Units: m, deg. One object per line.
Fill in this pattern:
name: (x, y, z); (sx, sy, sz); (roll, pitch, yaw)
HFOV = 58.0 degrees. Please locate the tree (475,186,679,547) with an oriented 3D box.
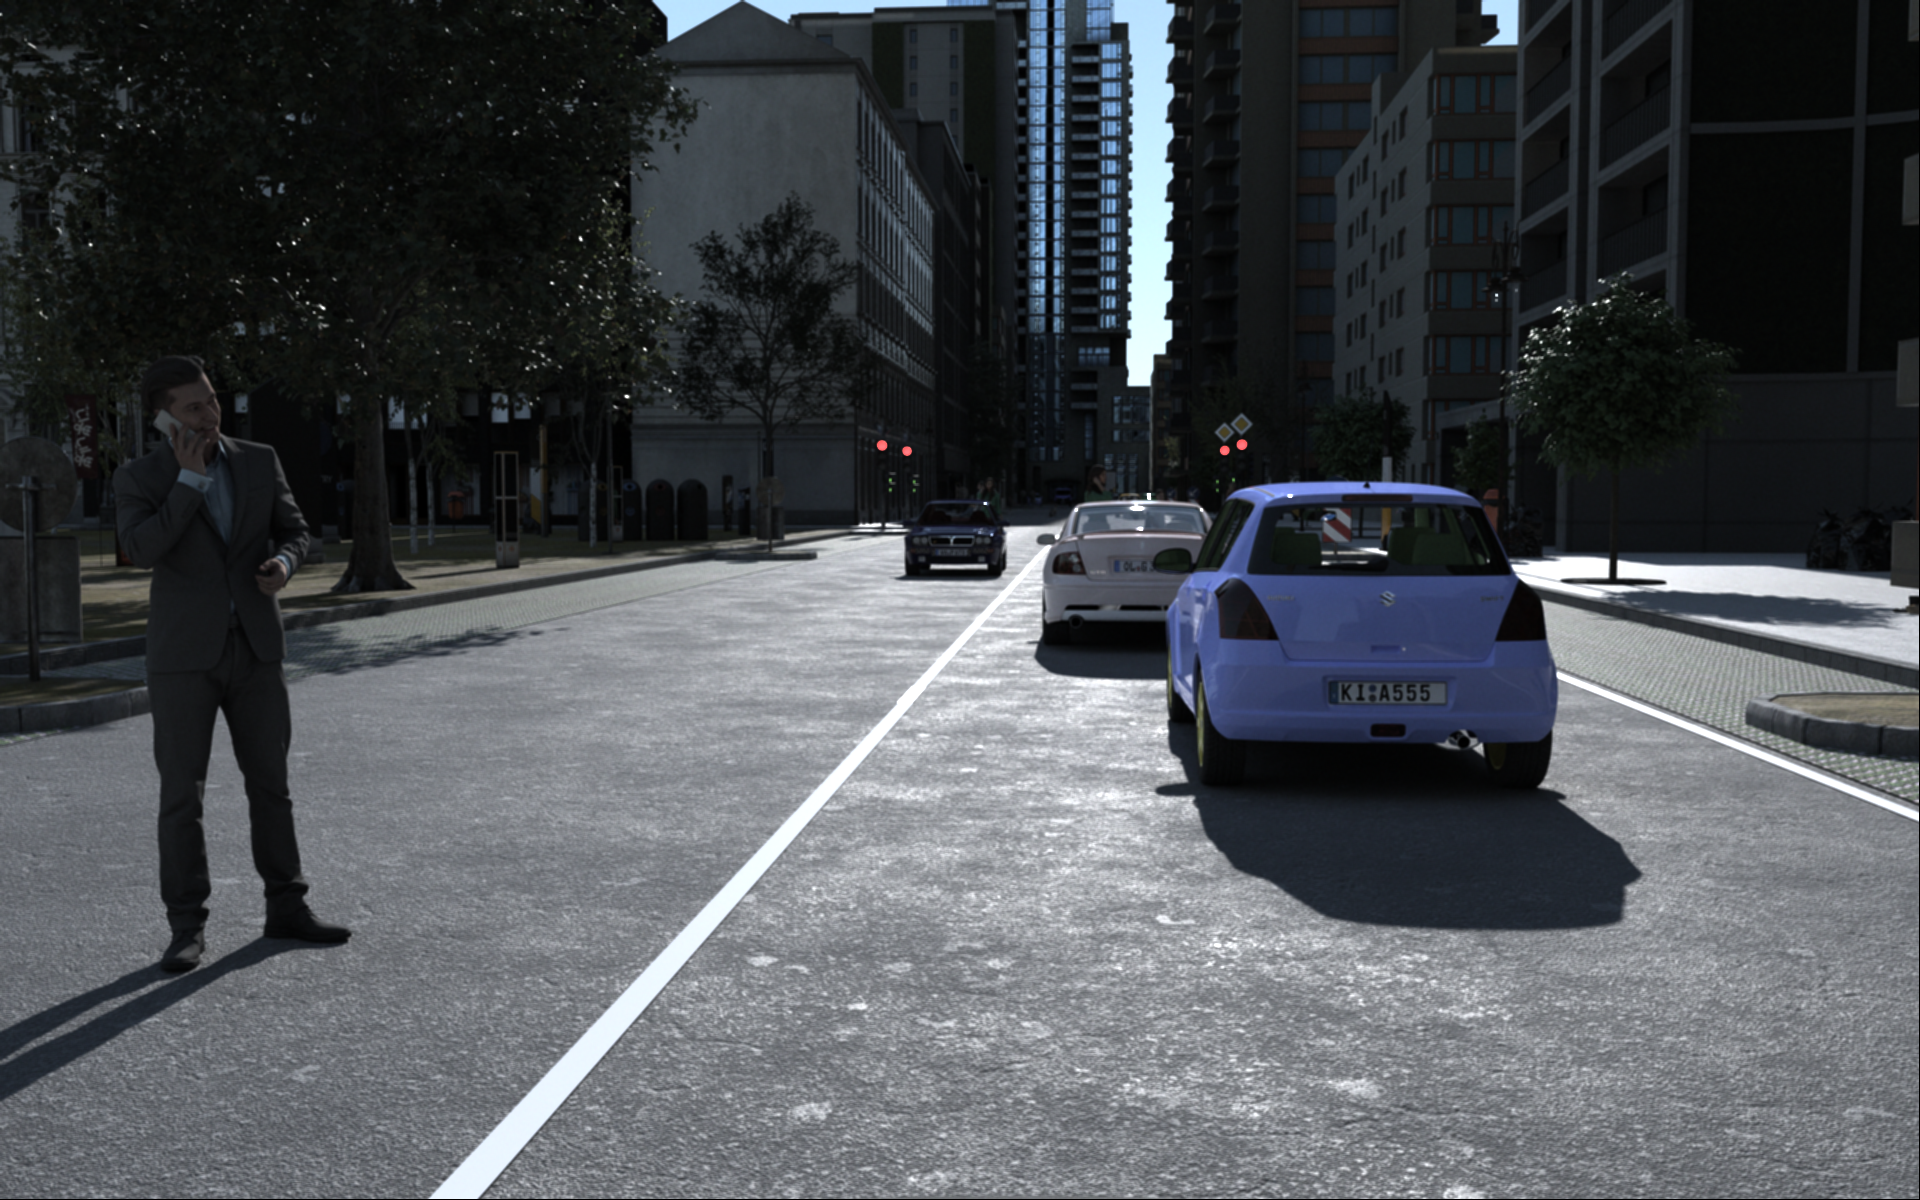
tree: (-8.816, -5.587, 41.705); (4.360, 8.622, 3.978); (0, 3, 0)

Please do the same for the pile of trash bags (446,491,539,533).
pile of trash bags: (-15.202, -2.890, 57.012); (3.447, 1.369, 1.912); (0, 4, 2)

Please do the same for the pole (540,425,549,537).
pole: (-12.299, -3.509, 51.210); (0.158, 3.312, 0.155); (0, 3, 0)

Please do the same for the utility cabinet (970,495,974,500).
utility cabinet: (0.910, -7.604, 135.493); (0.306, 1.237, 1.020); (0, 4, 6)

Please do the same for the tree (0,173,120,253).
tree: (-17.460, -5.212, 35.578); (4.737, 8.622, 4.395); (0, 3, 0)

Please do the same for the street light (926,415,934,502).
street light: (-1.733, -7.759, 99.644); (0.468, 5.910, 1.993); (0, 4, 4)

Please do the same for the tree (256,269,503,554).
tree: (-11.512, -5.299, 37.005); (4.737, 8.622, 4.395); (0, 3, 0)

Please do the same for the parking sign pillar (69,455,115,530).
parking sign pillar: (-30.954, -4.476, 61.651); (1.447, 3.967, 1.447); (-1, 4, -22)

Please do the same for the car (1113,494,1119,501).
car: (12.210, -7.790, 139.366); (2.014, 1.417, 4.499); (0, 4, 6)

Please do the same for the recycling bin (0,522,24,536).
recycling bin: (-20.967, -1.573, 38.276); (0.722, 1.027, 0.722); (0, 4, -4)

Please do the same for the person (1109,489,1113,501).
person: (11.011, -7.229, 126.966); (0.793, 1.790, 0.793); (-3, 5, -43)

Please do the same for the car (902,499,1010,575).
car: (-0.041, -1.174, 31.777); (1.945, 1.354, 3.894); (0, 4, 3)

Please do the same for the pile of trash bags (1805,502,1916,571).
pile of trash bags: (16.306, -1.193, 29.264); (3.447, 1.369, 1.912); (1, 4, 9)

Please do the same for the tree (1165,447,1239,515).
tree: (16.141, -7.668, 109.083); (4.285, 4.588, 4.351); (0, 3, 0)

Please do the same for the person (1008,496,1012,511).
person: (4.124, -8.018, 144.257); (0.373, 1.253, 0.362); (-1, 4, -9)

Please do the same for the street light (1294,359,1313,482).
street light: (11.729, -5.287, 59.229); (0.468, 5.910, 1.993); (0, 4, 4)

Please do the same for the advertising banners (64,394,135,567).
advertising banners: (-14.751, -2.117, 30.794); (2.074, 3.025, 0.090); (-3, 4, -38)

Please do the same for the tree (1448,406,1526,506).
tree: (11.664, -2.673, 38.302); (1.663, 3.219, 1.824); (0, 3, 0)

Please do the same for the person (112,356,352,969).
person: (-2.237, 0.181, 5.342); (0.655, 1.846, 0.447); (-3, 5, -44)

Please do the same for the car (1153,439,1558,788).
car: (2.083, -0.011, 9.776); (1.945, 1.707, 3.694); (0, 4, 3)

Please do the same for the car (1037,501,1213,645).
car: (1.810, -0.332, 17.792); (2.083, 1.381, 4.827); (0, 4, 4)

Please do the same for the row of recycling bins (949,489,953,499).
row of recycling bins: (-2.319, -7.677, 132.623); (3.534, 1.692, 1.069); (0, 4, -3)

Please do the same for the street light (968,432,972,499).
street light: (0.707, -9.579, 129.401); (0.468, 5.910, 1.993); (0, 4, 4)

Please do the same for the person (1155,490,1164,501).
person: (3.509, -1.187, 30.506); (0.523, 1.515, 0.503); (0, 4, 0)

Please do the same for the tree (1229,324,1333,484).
tree: (13.697, -7.633, 75.155); (4.360, 8.622, 3.978); (0, 3, 0)

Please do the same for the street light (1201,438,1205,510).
street light: (15.892, -8.543, 112.473); (0.468, 5.910, 1.993); (0, 4, 4)

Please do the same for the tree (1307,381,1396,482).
tree: (11.667, -4.086, 50.514); (4.285, 4.588, 4.351); (0, 3, 0)

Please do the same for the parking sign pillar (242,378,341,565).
parking sign pillar: (-12.483, -2.654, 31.872); (1.447, 3.967, 1.447); (3, 5, 44)

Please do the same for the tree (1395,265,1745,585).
tree: (9.405, -2.528, 25.045); (4.285, 4.588, 4.351); (0, 3, 0)

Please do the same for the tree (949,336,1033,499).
tree: (0.627, -14.183, 138.550); (9.857, 13.997, 8.962); (0, 3, 0)

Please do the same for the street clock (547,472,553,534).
street clock: (-13.225, -3.123, 55.631); (0.358, 2.002, 0.471); (-1, 4, -17)

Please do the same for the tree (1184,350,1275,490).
tree: (13.778, -8.418, 88.004); (4.737, 8.622, 4.395); (0, 3, 0)

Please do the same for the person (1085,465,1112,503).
person: (1.725, -0.807, 21.942); (0.529, 1.795, 0.600); (1, 4, 15)

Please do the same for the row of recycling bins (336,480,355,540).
row of recycling bins: (-17.621, -2.576, 49.232); (1.069, 1.692, 3.534); (1, 4, 16)

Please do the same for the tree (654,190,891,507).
tree: (-5.597, -7.223, 52.505); (7.601, 10.594, 8.767); (-2, 4, -24)

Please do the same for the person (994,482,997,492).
person: (0.728, -2.314, 46.604); (0.573, 1.790, 0.520); (-1, 4, -14)

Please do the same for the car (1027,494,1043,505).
car: (9.022, -12.179, 208.720); (1.945, 1.707, 3.694); (0, 4, 4)

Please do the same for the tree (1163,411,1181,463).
tree: (19.377, -12.235, 150.403); (4.360, 8.622, 3.978); (0, 3, 0)

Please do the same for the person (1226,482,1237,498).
person: (8.971, -2.975, 57.114); (0.573, 1.828, 0.580); (-1, 4, -20)

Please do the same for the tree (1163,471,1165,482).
tree: (18.765, -9.901, 145.600); (4.285, 4.588, 4.351); (0, 3, 0)

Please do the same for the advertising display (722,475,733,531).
advertising display: (-8.026, -3.340, 59.829); (0.123, 1.923, 0.974); (0, 4, 7)

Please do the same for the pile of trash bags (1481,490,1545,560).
pile of trash bags: (10.942, -1.568, 35.383); (1.912, 1.369, 3.447); (1, 4, 17)

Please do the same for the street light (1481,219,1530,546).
street light: (9.234, -3.467, 29.477); (0.468, 5.910, 1.993); (0, 4, 4)

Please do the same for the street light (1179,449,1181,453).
street light: (18.173, -10.364, 142.242); (0.468, 5.910, 1.993); (0, 4, 4)

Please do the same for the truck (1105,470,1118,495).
truck: (17.273, -13.193, 204.615); (2.839, 4.237, 11.283); (0, 4, 5)

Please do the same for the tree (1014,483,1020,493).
tree: (5.842, -12.455, 198.235); (1.663, 3.219, 1.824); (0, 3, 0)

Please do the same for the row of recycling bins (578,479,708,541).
row of recycling bins: (-8.751, -2.488, 47.797); (3.534, 1.692, 1.069); (-1, 4, -20)

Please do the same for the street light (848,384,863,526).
street light: (-4.191, -5.923, 69.628); (0.468, 5.910, 1.993); (0, 4, 4)

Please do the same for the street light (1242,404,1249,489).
street light: (13.475, -6.694, 82.228); (0.468, 5.910, 1.993); (0, 4, 4)

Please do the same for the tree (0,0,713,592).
tree: (-8.000, -6.480, 22.955); (9.611, 12.733, 9.660); (0, 3, 0)

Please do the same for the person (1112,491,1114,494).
person: (15.942, -10.604, 181.500); (1.348, 1.869, 0.705); (0, 3, 0)

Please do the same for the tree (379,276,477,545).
tree: (-13.263, -5.656, 42.842); (4.360, 8.622, 3.978); (0, 3, 0)

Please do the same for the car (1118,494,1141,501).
car: (10.518, -5.950, 107.505); (2.015, 1.641, 3.980); (0, 4, 4)

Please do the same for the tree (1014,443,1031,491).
tree: (5.672, -14.739, 191.347); (4.360, 8.622, 3.978); (0, 3, 0)

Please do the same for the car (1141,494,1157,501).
car: (17.152, -9.057, 156.876); (1.959, 1.807, 4.718); (0, 4, 3)
